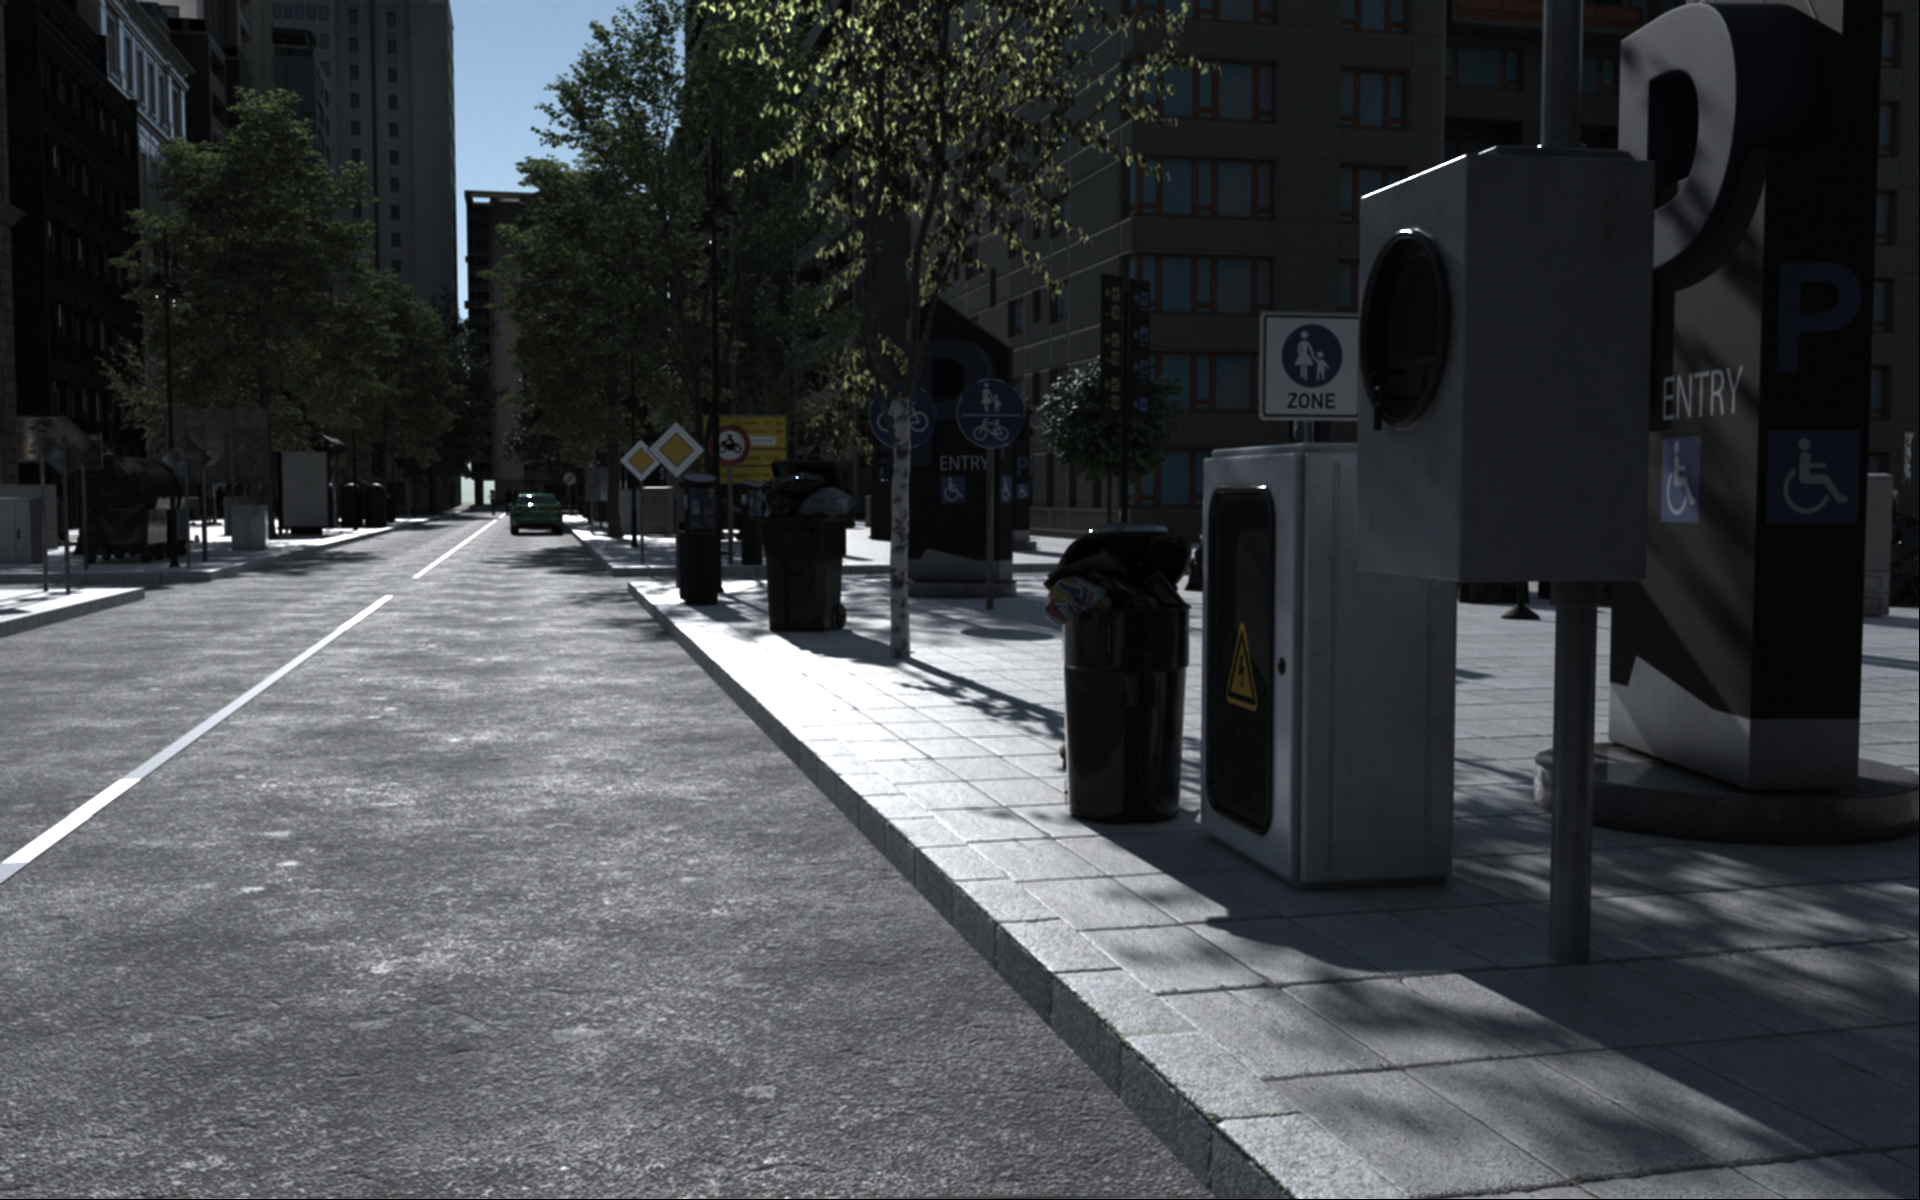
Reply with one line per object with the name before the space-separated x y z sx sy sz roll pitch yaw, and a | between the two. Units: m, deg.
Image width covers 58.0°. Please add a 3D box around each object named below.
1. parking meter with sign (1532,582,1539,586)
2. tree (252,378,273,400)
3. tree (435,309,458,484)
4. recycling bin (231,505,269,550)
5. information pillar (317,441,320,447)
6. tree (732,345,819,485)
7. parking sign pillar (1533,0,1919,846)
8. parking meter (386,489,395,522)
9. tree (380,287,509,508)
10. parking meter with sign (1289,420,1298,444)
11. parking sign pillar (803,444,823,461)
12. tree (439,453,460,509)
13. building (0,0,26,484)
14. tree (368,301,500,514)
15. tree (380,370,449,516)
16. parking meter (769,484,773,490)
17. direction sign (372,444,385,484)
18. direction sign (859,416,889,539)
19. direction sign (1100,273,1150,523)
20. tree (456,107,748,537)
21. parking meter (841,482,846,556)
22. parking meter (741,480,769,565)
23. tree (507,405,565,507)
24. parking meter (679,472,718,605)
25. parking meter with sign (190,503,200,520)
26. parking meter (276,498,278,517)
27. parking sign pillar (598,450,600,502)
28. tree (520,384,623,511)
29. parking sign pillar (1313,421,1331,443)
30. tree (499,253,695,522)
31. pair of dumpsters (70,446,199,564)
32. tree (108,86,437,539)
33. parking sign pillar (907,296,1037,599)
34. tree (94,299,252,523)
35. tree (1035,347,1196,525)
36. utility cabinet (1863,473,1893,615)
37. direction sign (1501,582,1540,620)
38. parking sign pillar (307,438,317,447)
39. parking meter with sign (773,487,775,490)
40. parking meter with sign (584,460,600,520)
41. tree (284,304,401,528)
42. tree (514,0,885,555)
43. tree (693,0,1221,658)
parking meter with sign | 8.235 -1.679 23.712 0.543 3.016 1.738 0 4 4
tree | -32.963 -7.727 76.698 4.360 8.622 3.978 0 3 0
tree | -28.673 -10.339 87.170 7.486 12.596 7.792 0 3 0
recycling bin | -16.330 -1.669 39.837 0.722 1.027 0.722 -1 4 -16
information pillar | -28.364 -5.215 76.627 0.183 3.616 0.504 -2 4 -25
tree | -9.024 -8.225 84.845 4.737 8.622 4.395 0 3 0
parking sign pillar | 3.085 -1.127 6.906 1.447 3.967 1.447 0 4 -2
parking meter | -26.591 -4.432 80.867 0.372 1.533 0.369 0 3 0
tree | -48.219 -18.645 160.733 12.611 20.169 13.585 0 3 0
parking meter with sign | 6.520 -2.567 38.227 1.738 3.016 0.543 1 4 22
parking sign pillar | -8.011 -6.481 94.431 1.447 3.967 1.447 3 5 44
tree | -43.042 -11.856 144.210 4.737 8.622 4.395 0 3 0
building | -35.752 -15.298 47.388 12.463 27.353 25.104 -1 4 -14
tree | -34.708 -12.677 113.928 9.857 13.997 8.962 0 3 0
tree | -32.595 -9.321 102.766 4.360 8.622 3.978 0 3 0
parking meter | -4.891 -2.154 43.637 0.372 1.533 0.369 0 3 0
direction sign | -26.454 -5.309 78.805 0.379 3.537 0.876 1 4 17
direction sign | -2.481 -3.549 50.018 0.876 3.537 0.379 1 4 17
direction sign | 1.734 -1.603 18.204 0.379 3.537 0.876 3 5 39
tree | -10.173 -8.127 50.996 7.486 12.596 7.792 0 3 0
parking meter | -2.571 -1.701 36.216 0.372 1.533 0.369 0 3 0
parking meter | -3.781 -1.409 31.447 0.372 1.533 0.369 0 3 0
tree | -40.963 -16.250 176.057 12.009 13.543 11.850 0 3 0
parking meter | -3.003 -0.713 20.072 0.372 1.533 0.369 0 3 0
parking meter with sign | -37.885 -5.375 84.145 0.543 3.016 1.738 3 4 37
parking meter | -38.038 -5.410 96.866 0.372 1.533 0.369 0 3 0
parking sign pillar | -21.742 -7.095 104.475 1.447 3.967 1.447 -1 4 -21
tree | -28.916 -13.789 132.110 9.857 13.997 8.962 0 3 0
parking sign pillar | 8.867 -3.342 43.122 1.447 3.967 1.447 0 4 2
tree | -16.339 -9.962 79.886 9.611 12.733 9.660 0 3 0
pair of dumpsters | -16.030 -1.911 33.733 1.574 2.255 4.437 -1 4 -14
tree | -19.484 -7.968 48.407 7.486 12.596 7.792 0 3 0
parking sign pillar | -0.006 -2.040 21.829 1.447 3.967 1.447 2 4 26
tree | -28.082 -6.805 61.627 4.360 8.622 3.978 0 3 0
tree | 3.287 -3.254 36.918 4.285 4.588 4.351 0 3 0
utility cabinet | 9.147 -0.587 18.283 1.173 1.500 0.318 1 4 15
direction sign | 5.784 -1.576 17.769 0.379 3.537 0.876 2 4 26
parking sign pillar | -26.411 -5.041 70.889 1.447 3.967 1.447 0 4 -4
parking meter with sign | -11.117 -6.686 105.571 1.738 3.016 0.543 -2 4 -26
parking meter with sign | -18.382 -5.534 86.746 0.543 3.016 1.738 0 4 -1
tree | -23.449 -7.014 65.036 4.737 8.622 4.395 0 3 0
tree | -5.347 -6.764 36.352 9.928 11.665 9.643 0 3 0
tree | -0.310 -3.864 13.531 4.360 8.622 3.978 0 3 0
